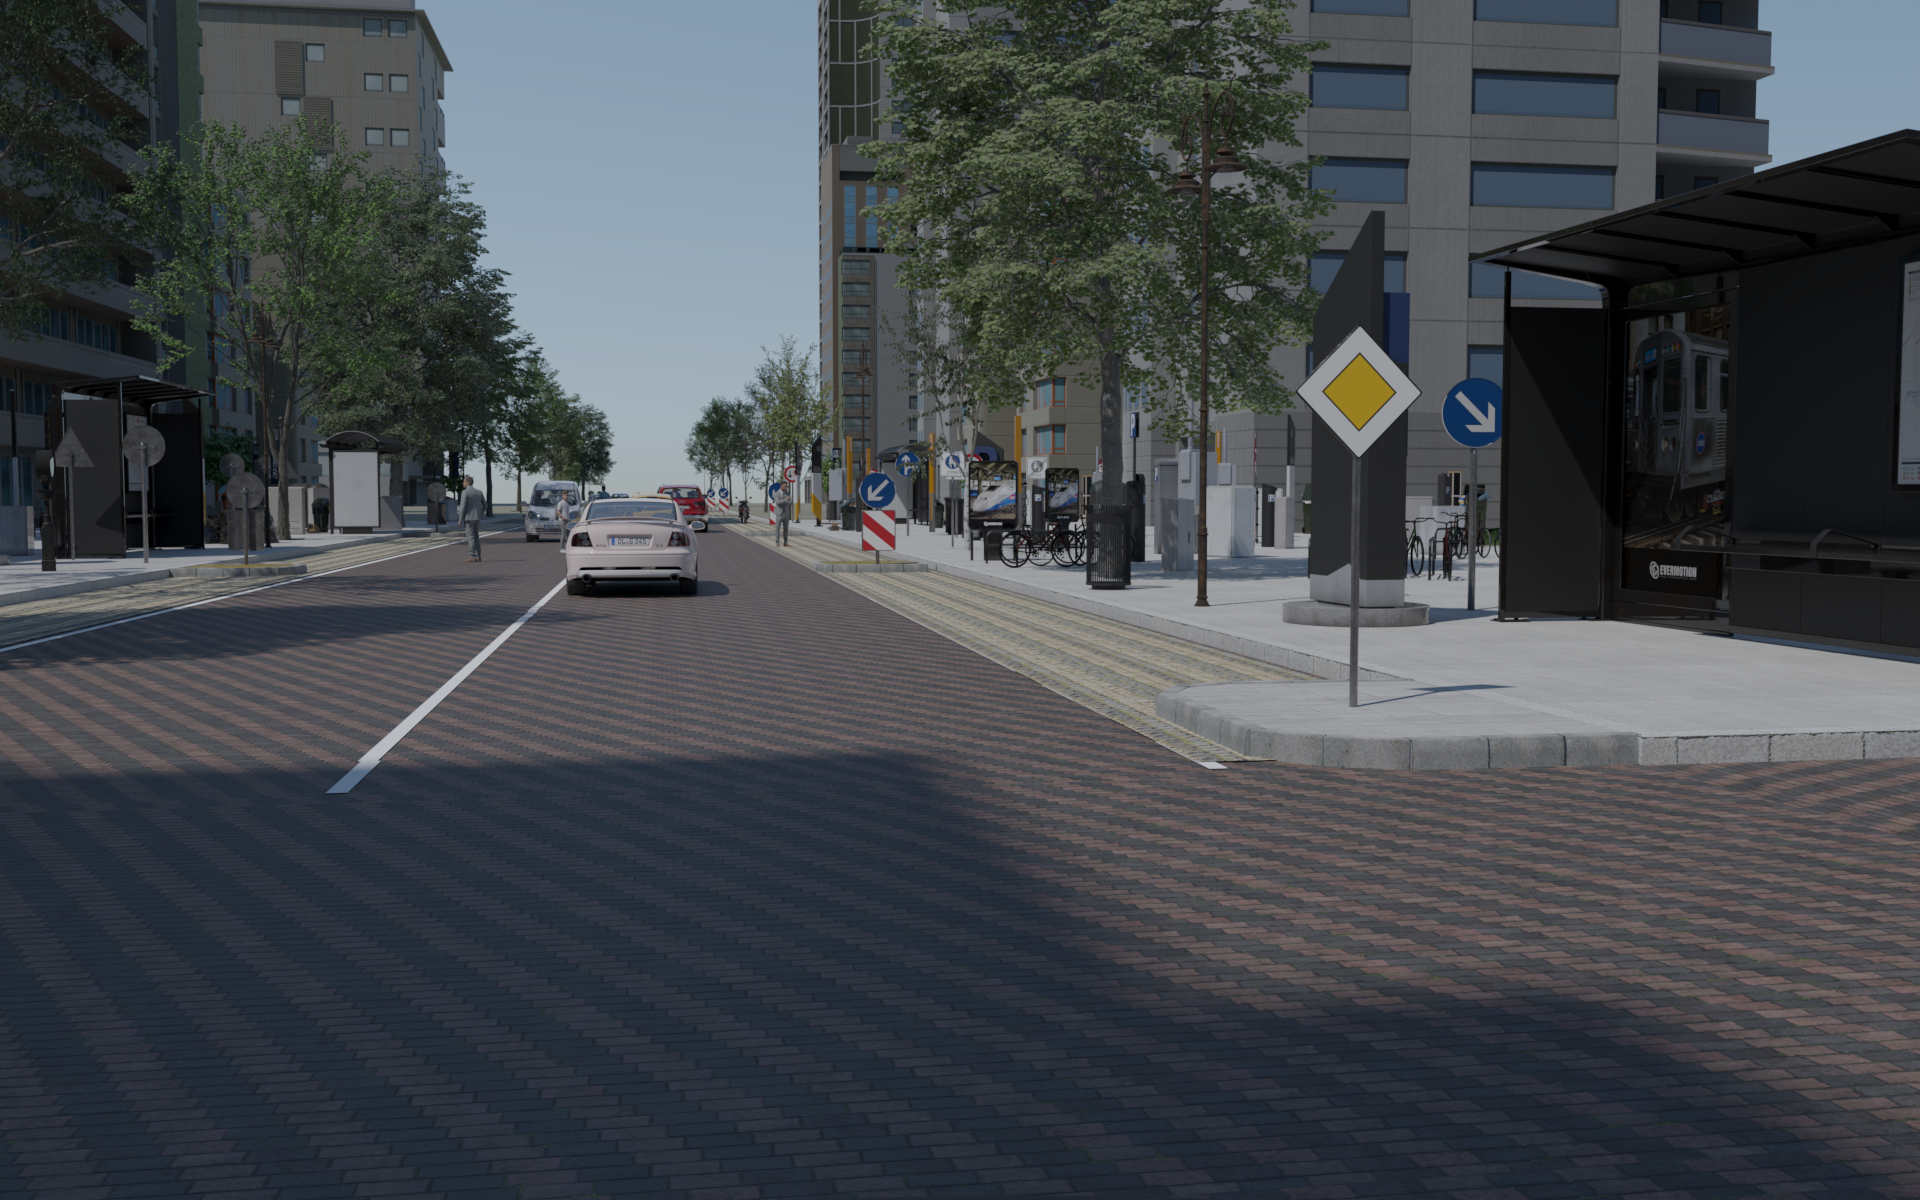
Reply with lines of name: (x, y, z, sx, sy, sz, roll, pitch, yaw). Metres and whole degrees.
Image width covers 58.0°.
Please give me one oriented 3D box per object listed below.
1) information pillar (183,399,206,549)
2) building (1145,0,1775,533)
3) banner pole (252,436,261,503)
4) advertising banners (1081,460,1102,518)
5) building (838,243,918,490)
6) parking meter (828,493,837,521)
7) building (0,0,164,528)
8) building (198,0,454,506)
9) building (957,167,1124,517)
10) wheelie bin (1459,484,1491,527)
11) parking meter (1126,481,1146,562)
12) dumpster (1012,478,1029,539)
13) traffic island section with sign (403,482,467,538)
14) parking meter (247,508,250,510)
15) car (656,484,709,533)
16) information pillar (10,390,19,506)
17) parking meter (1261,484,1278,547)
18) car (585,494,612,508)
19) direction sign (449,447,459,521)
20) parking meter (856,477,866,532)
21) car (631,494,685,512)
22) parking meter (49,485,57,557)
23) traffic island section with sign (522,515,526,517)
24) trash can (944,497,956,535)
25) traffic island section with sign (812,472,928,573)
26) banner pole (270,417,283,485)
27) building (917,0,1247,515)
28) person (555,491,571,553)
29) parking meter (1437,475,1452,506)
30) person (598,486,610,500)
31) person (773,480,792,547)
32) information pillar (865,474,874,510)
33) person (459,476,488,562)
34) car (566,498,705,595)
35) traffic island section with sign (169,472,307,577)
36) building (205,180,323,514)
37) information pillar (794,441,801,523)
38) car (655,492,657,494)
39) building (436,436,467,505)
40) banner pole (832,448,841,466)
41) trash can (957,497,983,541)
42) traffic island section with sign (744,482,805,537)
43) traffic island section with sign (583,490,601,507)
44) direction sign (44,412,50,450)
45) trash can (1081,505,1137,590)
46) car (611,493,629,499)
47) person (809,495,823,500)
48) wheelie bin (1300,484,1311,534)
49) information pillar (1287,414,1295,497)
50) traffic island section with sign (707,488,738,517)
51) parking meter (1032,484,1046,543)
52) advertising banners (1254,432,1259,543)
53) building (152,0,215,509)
information pillar: (-17.936, -3.009, 40.556, 0.504, 3.616, 0.183, 1, 4, 11)
building: (17.507, -32.310, 70.262, 21.231, 58.520, 28.212, -1, 4, -10)
banner pole: (-30.574, -5.221, 75.374, 0.863, 3.779, 0.401, 3, 5, 41)
advertising banners: (6.326, -5.562, 87.123, 2.074, 3.025, 0.090, 1, 4, 12)
building: (-7.499, -26.437, 203.950, 14.160, 30.474, 14.107, -1, 4, -10)
parking meter: (-6.175, -4.777, 83.814, 0.399, 1.863, 0.255, 2, 4, 33)
building: (-45.011, -27.030, 65.650, 21.300, 48.544, 21.600, -1, 4, -10)
building: (-70.295, -36.522, 186.368, 28.713, 52.752, 27.495, -1, 4, -10)
building: (15.894, -16.090, 108.112, 27.650, 21.520, 28.899, -1, 4, -10)
wheelie bin: (16.199, -2.844, 54.405, 0.980, 1.594, 0.693, 0, 3, 0)
parking meter: (3.318, -1.487, 32.716, 0.372, 1.533, 0.369, 0, 3, 0)
dumpster: (1.248, -2.729, 50.370, 1.264, 1.857, 1.865, -1, 4, -10)
traffic island section with sign: (-17.402, -2.998, 57.642, 1.989, 1.847, 2.006, -1, 4, -10)
parking meter: (-27.885, -3.618, 67.567, 0.372, 1.533, 0.369, 0, 3, 0)
car: (-10.693, -3.495, 65.817, 2.281, 1.827, 5.304, -1, 4, -12)
information pillar: (-21.463, -2.936, 39.352, 0.183, 3.616, 0.504, -2, 4, -26)
parking meter: (7.479, -2.046, 41.863, 0.372, 1.533, 0.369, 0, 3, 0)
car: (-21.909, -5.829, 105.522, 2.015, 1.641, 3.980, -1, 4, -8)
direction sign: (-23.925, -5.497, 81.880, 0.379, 3.537, 0.876, -3, 5, -44)
parking meter: (-3.327, -3.234, 58.590, 0.399, 1.863, 0.255, 0, 4, 0)
car: (-9.288, -2.564, 52.147, 2.015, 1.641, 3.980, -1, 4, -11)
parking meter: (-18.420, -1.820, 35.471, 0.399, 1.863, 0.255, 1, 4, 20)
traffic island section with sign: (-25.926, -6.007, 106.840, 1.989, 1.847, 2.006, -1, 4, -10)
trash can: (-0.165, -2.629, 54.642, 0.748, 1.137, 0.748, 0, 3, 0)
traffic island section with sign: (-1.727, -1.446, 32.278, 1.989, 1.847, 2.006, -1, 4, -10)
banner pole: (-21.997, -4.027, 55.863, 0.401, 3.779, 0.863, 1, 4, 12)
building: (7.207, -36.246, 134.621, 21.231, 58.520, 28.212, -1, 4, -10)
person: (-9.597, -1.899, 42.147, 0.523, 1.515, 0.503, -1, 4, -13)
parking meter: (14.579, -2.839, 52.134, 0.399, 1.863, 0.255, -3, 5, -39)
person: (-16.327, -4.344, 79.538, 0.620, 1.820, 0.660, 3, 5, 39)
person: (-4.753, -2.326, 46.709, 0.466, 1.800, 0.511, 3, 5, 44)
information pillar: (-3.276, -3.521, 62.063, 0.304, 2.012, 0.304, -1, 4, -20)
person: (-10.298, -1.711, 36.569, 0.391, 1.810, 0.635, 2, 4, 24)
car: (-4.877, -0.833, 25.987, 2.083, 1.381, 4.827, -1, 4, -9)
traffic island section with sign: (-12.748, -1.353, 30.756, 1.989, 1.847, 2.006, -1, 4, -10)
building: (-56.344, -15.942, 105.692, 27.650, 21.520, 28.899, -1, 4, -10)
information pillar: (-7.144, -5.193, 76.254, 0.183, 3.616, 0.504, 1, 4, 13)
car: (-34.832, -11.560, 198.601, 1.945, 1.707, 3.694, -1, 4, -12)
building: (-77.141, -31.790, 211.646, 32.217, 40.220, 23.993, -1, 4, -10)
banner pole: (-5.695, -5.648, 82.355, 0.863, 3.779, 0.401, 1, 4, 17)
trash can: (0.355, -2.216, 47.883, 0.748, 1.137, 0.748, 0, 3, 0)
traffic island section with sign: (-6.358, -3.084, 59.057, 1.989, 1.847, 2.006, -1, 4, -10)
traffic island section with sign: (-40.071, -10.998, 188.445, 1.989, 1.847, 2.006, -1, 4, -10)
direction sign: (-24.921, -3.409, 47.741, 0.876, 3.537, 0.379, 2, 4, 31)
trash can: (2.001, -0.713, 23.308, 0.748, 1.137, 0.748, 0, 3, 0)
car: (-25.877, -7.475, 131.802, 1.945, 1.707, 3.694, 0, 4, -8)
person: (-13.786, -9.590, 165.302, 1.348, 1.823, 0.705, 0, 4, 6)
wheelie bin: (11.402, -2.925, 55.734, 0.980, 1.594, 0.693, 3, 4, 37)
information pillar: (9.709, -3.639, 50.852, 0.183, 3.616, 0.504, 2, 4, 30)
traffic island section with sign: (-14.960, -6.119, 108.673, 1.989, 1.847, 2.006, -1, 4, -10)
parking meter: (2.061, -2.252, 45.224, 0.372, 1.533, 0.369, 0, 3, 0)
advertising banners: (7.838, -3.034, 45.786, 0.090, 3.025, 2.074, 0, 4, 8)
building: (-46.278, -24.554, 85.057, 14.154, 41.232, 14.086, -1, 4, -10)
